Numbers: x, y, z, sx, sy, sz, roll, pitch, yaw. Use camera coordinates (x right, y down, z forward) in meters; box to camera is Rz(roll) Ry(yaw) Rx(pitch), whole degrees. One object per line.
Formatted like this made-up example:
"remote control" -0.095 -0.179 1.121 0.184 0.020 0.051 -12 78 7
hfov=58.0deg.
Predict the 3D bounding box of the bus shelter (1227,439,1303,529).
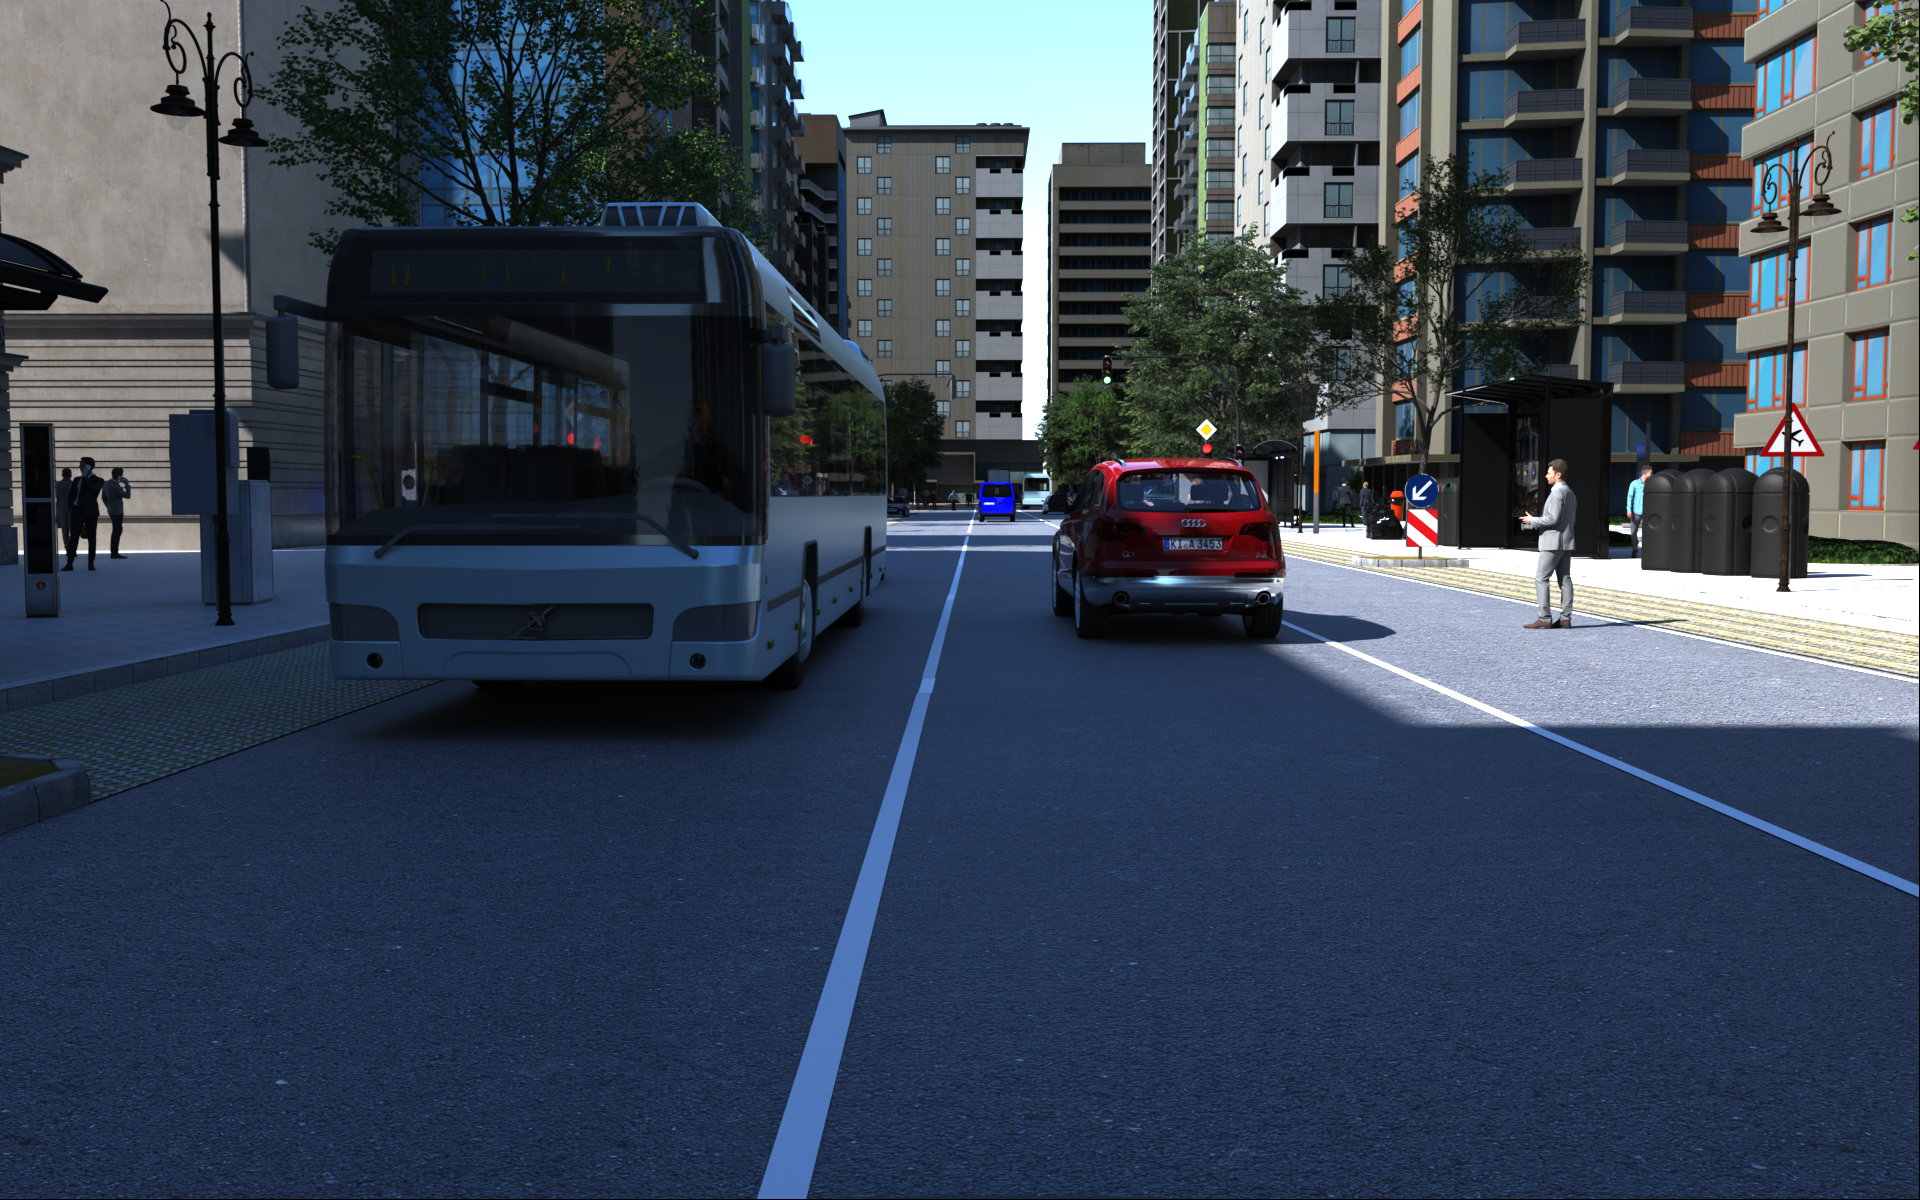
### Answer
"bus shelter" 11.662 -4.452 66.706 2.014 3.302 5.546 0 4 1

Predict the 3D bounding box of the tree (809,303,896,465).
"tree" -7.523 -8.733 77.201 7.601 10.594 8.767 -1 4 -13

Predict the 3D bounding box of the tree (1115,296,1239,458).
"tree" 12.882 -11.076 99.211 7.486 12.596 7.792 0 3 0

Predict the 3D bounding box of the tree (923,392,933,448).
"tree" -6.419 -13.910 153.178 9.928 11.665 9.643 0 3 0

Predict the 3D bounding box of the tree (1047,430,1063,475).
"tree" 13.044 -14.958 178.976 8.767 10.594 7.601 -2 4 -24

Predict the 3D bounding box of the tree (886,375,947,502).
"tree" -5.843 -17.140 186.900 9.857 13.997 8.962 0 3 0

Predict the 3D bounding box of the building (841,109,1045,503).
"building" -2.124 -40.139 245.505 27.495 52.752 28.713 0 4 1

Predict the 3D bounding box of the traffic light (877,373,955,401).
"traffic light" -2.558 -5.534 65.147 4.771 5.953 1.251 0 4 1

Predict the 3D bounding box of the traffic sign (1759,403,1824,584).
"traffic sign" 11.837 -1.511 24.706 0.884 2.594 0.081 0 4 6

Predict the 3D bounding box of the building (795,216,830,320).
"building" -21.028 -24.886 178.588 14.160 30.474 14.107 0 4 1

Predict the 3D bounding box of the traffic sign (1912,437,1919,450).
"traffic sign" 11.850 -1.268 20.742 0.884 2.594 0.081 0 4 8

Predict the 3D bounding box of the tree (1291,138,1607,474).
"tree" 12.456 -6.828 46.048 8.767 10.594 7.601 -2 4 -31

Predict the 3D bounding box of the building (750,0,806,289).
"building" -25.796 -32.797 155.834 23.786 49.044 30.456 0 4 1

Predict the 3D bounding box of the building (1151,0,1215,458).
"building" 30.762 -46.372 196.442 20.563 71.187 20.611 0 4 1

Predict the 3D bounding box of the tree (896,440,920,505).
"tree" -5.402 -15.198 198.843 4.360 8.622 3.978 0 3 0

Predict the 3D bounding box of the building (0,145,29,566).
"building" -22.520 -11.921 14.000 14.460 24.649 34.723 0 4 1

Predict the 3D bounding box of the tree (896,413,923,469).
"tree" -6.998 -12.591 140.283 8.767 10.594 7.601 -2 4 -28

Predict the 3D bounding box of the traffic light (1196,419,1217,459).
"traffic light" 9.210 -4.653 64.994 0.839 4.253 0.868 0 4 1

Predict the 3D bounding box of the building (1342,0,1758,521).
"building" 34.100 -26.285 84.382 28.867 44.769 22.147 0 4 1

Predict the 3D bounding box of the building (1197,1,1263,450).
"building" 27.157 -28.409 148.083 14.154 41.232 14.086 0 4 1

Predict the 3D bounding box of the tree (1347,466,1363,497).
"tree" 25.711 -7.133 111.224 1.663 3.219 1.824 0 3 0

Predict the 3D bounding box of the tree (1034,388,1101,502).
"tree" 13.420 -18.411 207.670 9.857 13.997 8.962 0 3 0

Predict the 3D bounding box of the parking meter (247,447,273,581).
"parking meter" -8.748 -0.975 21.650 0.255 1.863 0.399 -1 4 -19

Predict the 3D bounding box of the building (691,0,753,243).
"building" -21.460 -26.302 113.626 14.154 41.232 14.086 0 4 1

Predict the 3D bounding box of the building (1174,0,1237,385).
"building" 32.984 -33.670 170.115 23.786 49.044 30.456 0 4 1

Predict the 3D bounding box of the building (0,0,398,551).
"building" -25.687 -12.688 43.602 21.152 22.565 11.583 0 4 1

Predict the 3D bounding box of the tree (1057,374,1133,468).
"tree" 12.097 -13.706 149.844 9.928 11.665 9.643 0 3 0

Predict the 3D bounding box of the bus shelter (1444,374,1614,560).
"bus shelter" 11.999 -2.793 36.946 1.731 3.624 6.357 0 4 0

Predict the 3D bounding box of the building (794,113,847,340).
"building" -20.711 -33.672 200.649 14.200 45.320 14.600 0 4 1

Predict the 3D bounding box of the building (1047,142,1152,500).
"building" 22.903 -37.785 241.488 21.600 48.544 21.300 0 4 1

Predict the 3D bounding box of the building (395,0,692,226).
"building" -22.222 -26.991 91.407 14.600 45.320 14.200 0 4 1

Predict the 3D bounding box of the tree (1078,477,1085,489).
"tree" 12.708 -10.796 171.108 1.663 3.219 1.824 0 3 0

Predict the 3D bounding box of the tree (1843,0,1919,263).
"tree" 11.425 -5.892 14.456 7.486 12.596 7.792 0 3 0

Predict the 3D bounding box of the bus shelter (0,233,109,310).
"bus shelter" -7.610 -1.026 10.700 2.014 3.302 5.546 0 4 0

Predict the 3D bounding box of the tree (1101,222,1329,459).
"tree" 12.159 -10.640 80.619 9.857 13.997 8.962 0 3 0

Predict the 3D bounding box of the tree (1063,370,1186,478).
"tree" 13.325 -11.614 124.302 7.601 10.594 8.767 -3 4 -39

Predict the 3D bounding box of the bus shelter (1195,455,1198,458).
"bus shelter" 12.398 -5.888 90.198 2.014 3.302 5.546 0 4 1

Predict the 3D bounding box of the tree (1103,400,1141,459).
"tree" 13.196 -11.338 135.743 4.737 8.622 4.395 0 3 0

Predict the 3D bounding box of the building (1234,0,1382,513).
"building" 35.213 -32.789 125.341 28.713 52.752 27.495 0 4 1

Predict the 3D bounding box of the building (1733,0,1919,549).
"building" 34.131 -11.359 30.761 27.650 21.520 28.899 0 4 1

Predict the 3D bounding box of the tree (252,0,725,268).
"tree" -7.131 -6.191 26.979 9.928 11.665 9.643 0 3 0

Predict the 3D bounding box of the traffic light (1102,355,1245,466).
"traffic light" 7.026 -5.029 56.891 4.771 5.953 1.251 0 4 1

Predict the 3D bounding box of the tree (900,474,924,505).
"tree" -5.628 -13.680 207.374 4.285 4.588 4.351 0 3 0
